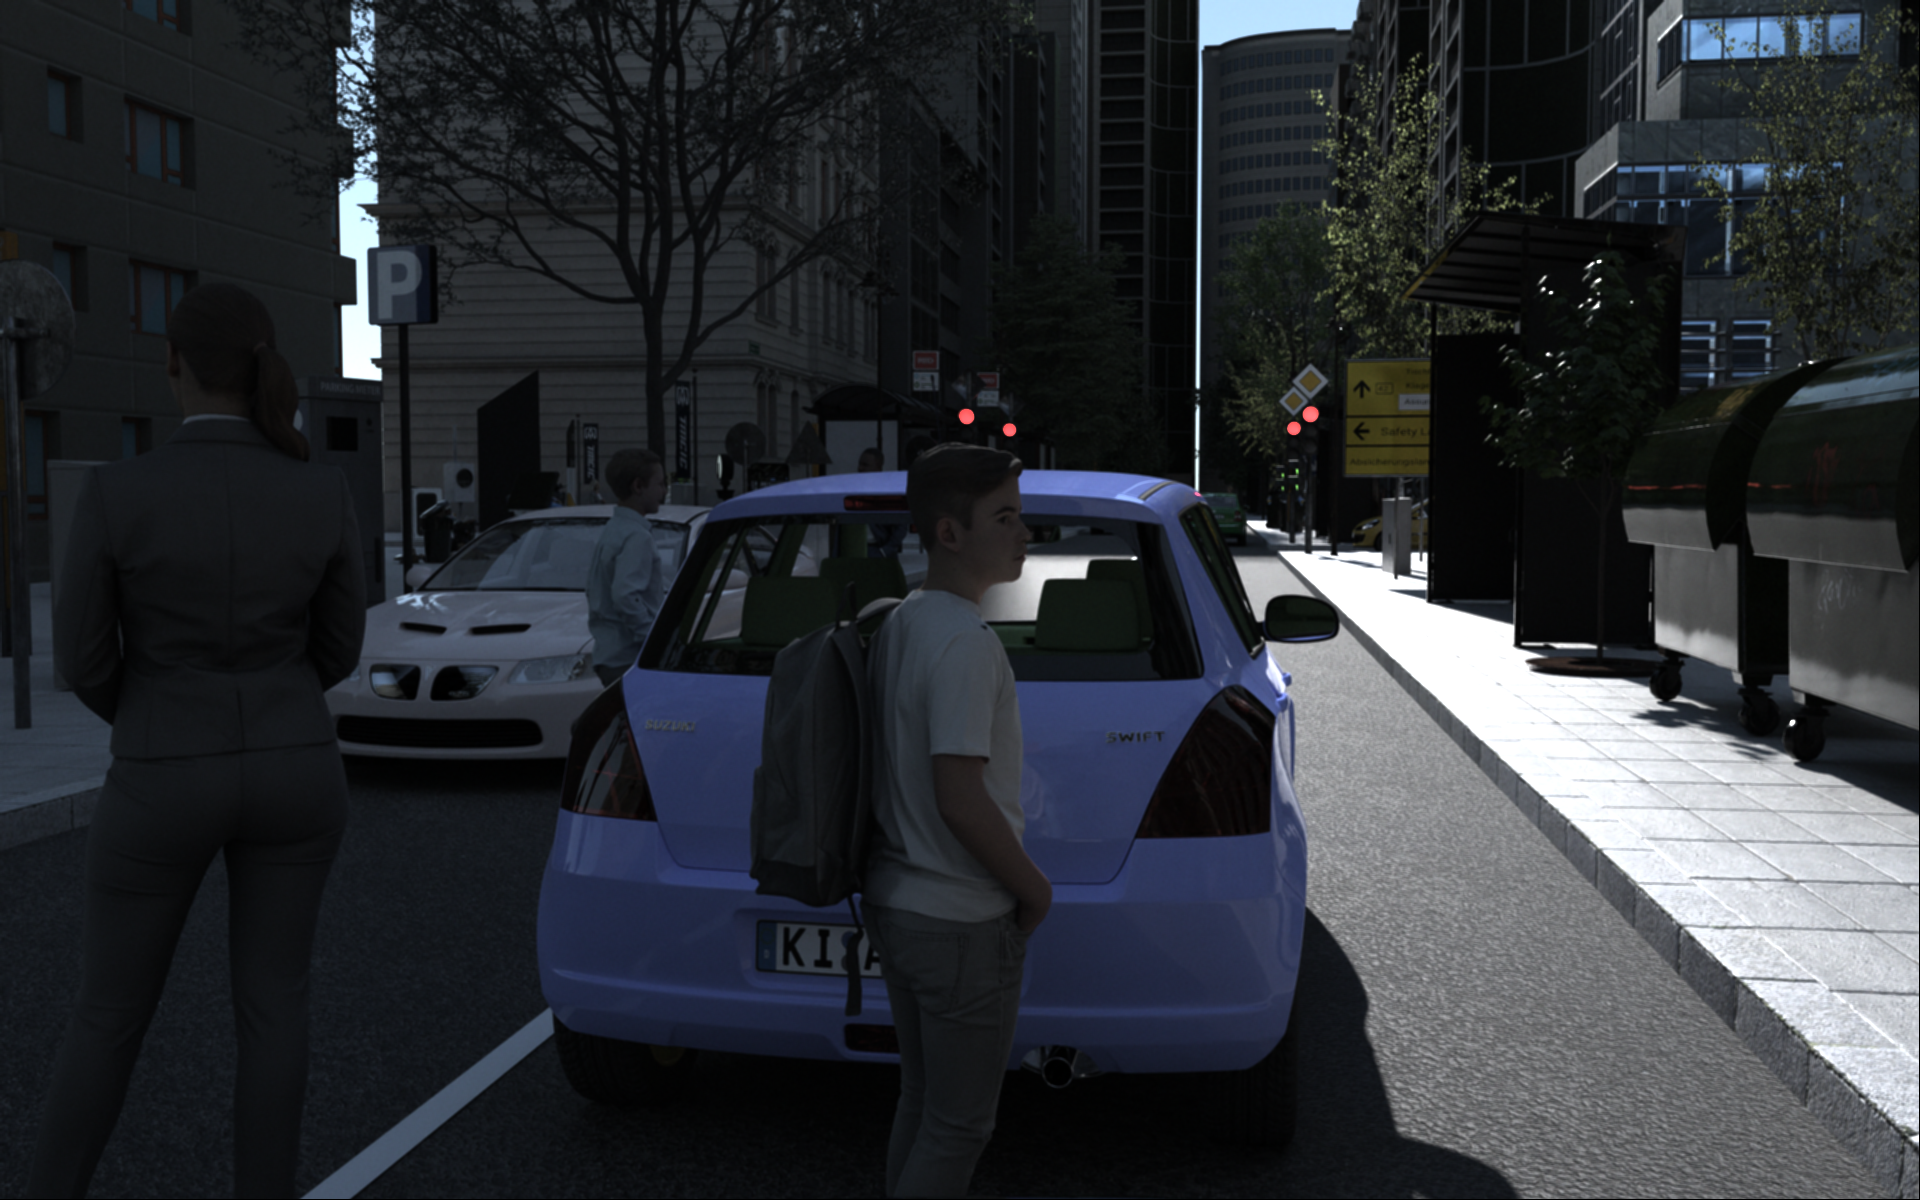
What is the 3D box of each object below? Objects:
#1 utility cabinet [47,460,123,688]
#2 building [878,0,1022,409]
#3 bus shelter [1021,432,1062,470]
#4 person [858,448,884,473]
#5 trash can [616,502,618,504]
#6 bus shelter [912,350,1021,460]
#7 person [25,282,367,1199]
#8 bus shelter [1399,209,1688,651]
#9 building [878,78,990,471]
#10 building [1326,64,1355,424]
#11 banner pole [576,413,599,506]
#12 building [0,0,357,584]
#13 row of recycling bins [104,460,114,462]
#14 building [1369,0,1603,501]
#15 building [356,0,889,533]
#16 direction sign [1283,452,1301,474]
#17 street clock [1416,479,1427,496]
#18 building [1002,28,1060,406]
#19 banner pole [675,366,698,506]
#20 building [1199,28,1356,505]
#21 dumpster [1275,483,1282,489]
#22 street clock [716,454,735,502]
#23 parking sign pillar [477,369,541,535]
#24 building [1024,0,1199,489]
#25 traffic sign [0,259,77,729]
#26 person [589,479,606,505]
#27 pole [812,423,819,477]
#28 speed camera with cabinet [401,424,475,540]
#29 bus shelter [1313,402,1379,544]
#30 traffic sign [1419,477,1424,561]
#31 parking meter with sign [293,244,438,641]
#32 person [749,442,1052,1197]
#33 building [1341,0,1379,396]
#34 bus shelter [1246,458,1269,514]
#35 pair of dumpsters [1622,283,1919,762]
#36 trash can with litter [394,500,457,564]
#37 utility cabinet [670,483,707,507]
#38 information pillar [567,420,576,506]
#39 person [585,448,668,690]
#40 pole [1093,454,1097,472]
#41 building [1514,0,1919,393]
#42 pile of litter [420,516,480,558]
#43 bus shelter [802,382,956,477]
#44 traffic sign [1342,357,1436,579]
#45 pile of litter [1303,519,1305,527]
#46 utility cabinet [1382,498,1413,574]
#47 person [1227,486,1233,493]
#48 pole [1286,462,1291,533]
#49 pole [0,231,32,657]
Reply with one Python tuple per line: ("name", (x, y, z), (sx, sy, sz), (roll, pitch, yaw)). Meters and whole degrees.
("utility cabinet", (-5.643, -0.190, 11.779), (0.318, 1.500, 1.173), (1, 4, 10))
("building", (2.243, -45.327, 179.352), (20.611, 71.187, 20.563), (1, 4, 8))
("bus shelter", (2.017, -5.012, 59.574), (2.179, 5.291, 8.768), (1, 4, 9))
("person", (-0.769, -0.320, 13.923), (0.721, 1.800, 0.419), (1, 4, 18))
("trash can", (-5.577, -1.123, 30.020), (0.748, 1.137, 0.748), (0, 3, 0))
("bus shelter", (0.139, -4.483, 50.930), (2.179, 5.291, 8.768), (1, 4, 8))
("person", (-1.377, 0.348, 3.085), (0.573, 1.790, 0.520), (3, 5, 40))
("bus shelter", (5.571, -1.591, 17.298), (1.731, 3.624, 6.357), (1, 4, 8))
("building", (-7.297, -16.814, 93.977), (14.314, 24.678, 30.058), (1, 4, 8))
("building", (44.951, -32.213, 176.798), (14.600, 45.320, 14.200), (1, 4, 8))
("banner pole", (-11.604, -3.899, 53.764), (0.863, 3.779, 0.401), (-2, 4, -26))
("building", (-28.209, -10.841, 22.288), (28.899, 21.520, 27.650), (1, 4, 8))
("row of recycling bins", (-10.512, -0.955, 22.730), (1.069, 1.692, 3.534), (0, 4, -5))
("building", (40.058, -42.203, 128.272), (20.563, 71.187, 20.611), (1, 4, 8))
("building", (-11.250, -17.099, 66.955), (14.401, 28.519, 23.554), (1, 4, 8))
("direction sign", (16.703, -5.820, 87.148), (0.876, 3.537, 0.379), (1, 4, 17))
("street clock", (21.868, -4.745, 82.153), (0.471, 2.002, 0.358), (0, 4, 1))
("building", (0.999, -28.508, 149.694), (14.154, 41.232, 14.086), (1, 4, 8))
("banner pole", (-5.299, -2.678, 33.796), (0.401, 3.779, 0.863), (2, 4, 28))
("building", (44.489, -41.366, 218.332), (28.212, 58.520, 21.231), (1, 4, 8))
("dumpster", (21.220, -6.820, 114.008), (1.502, 2.255, 1.985), (1, 4, 8))
("street clock", (-4.242, -1.637, 31.327), (0.358, 2.002, 0.471), (-1, 4, -20))
("parking sign pillar", (-9.756, -3.000, 37.515), (1.447, 3.967, 1.447), (-1, 4, -11))
("building", (19.830, -47.872, 220.957), (20.611, 71.187, 20.563), (1, 4, 8))
("traffic sign", (-5.136, -0.569, 9.417), (0.768, 2.556, 0.104), (1, 4, 14))
("person", (-8.971, -2.101, 43.038), (0.526, 1.800, 0.537), (2, 4, 33))
("pole", (-4.172, -3.442, 50.120), (0.158, 3.312, 0.155), (0, 3, 0))
("speed camera with cabinet", (-14.663, -3.323, 48.667), (0.660, 3.252, 2.038), (3, 5, 40))
("bus shelter", (10.404, -3.426, 47.294), (1.731, 3.624, 6.357), (1, 4, 9))
("traffic sign", (8.773, -1.882, 32.894), (0.606, 2.300, 0.079), (1, 4, 13))
("parking meter with sign", (-4.235, -0.932, 11.500), (0.543, 3.016, 1.738), (1, 4, 22))
("person", (-0.045, 0.509, 2.781), (0.503, 1.515, 0.523), (3, 4, 38))
("building", (45.928, -32.675, 153.845), (23.786, 49.044, 30.456), (1, 4, 8))
("bus shelter", (19.420, -7.487, 113.703), (1.731, 3.624, 6.357), (1, 4, 9))
("pair of dumpsters", (4.610, -0.374, 8.607), (1.574, 2.255, 4.437), (1, 4, 8))
("trash can with litter", (-9.902, -1.265, 32.076), (1.055, 1.170, 0.624), (-2, 4, -35))
("utility cabinet", (-5.635, -1.677, 36.097), (0.318, 1.500, 1.173), (1, 4, 15))
("information pillar", (-12.174, -3.847, 54.255), (0.183, 3.616, 0.504), (1, 4, 9))
("person", (-1.226, 0.233, 6.505), (0.330, 1.601, 0.589), (-1, 4, -15))
("pole", (6.096, -5.169, 78.355), (0.158, 3.312, 0.155), (0, 3, 0))
("building", (35.937, -45.644, 58.946), (31.000, 86.520, 22.319), (1, 4, 8))
("pile of litter", (-9.905, -1.231, 34.096), (1.719, 0.858, 1.176), (3, 5, 43))
("bus shelter", (-1.474, -2.461, 34.154), (2.014, 3.302, 5.546), (1, 4, 8))
("traffic sign", (6.881, -1.960, 25.912), (2.265, 3.308, 0.079), (1, 4, 12))
("pile of litter", (13.183, -3.254, 67.168), (1.719, 0.858, 1.176), (0, 4, 1))
("utility cabinet", (7.082, -1.037, 28.122), (0.306, 1.237, 1.020), (0, 4, 3))
("person", (9.944, -3.350, 63.944), (0.731, 1.740, 0.598), (3, 5, 41))
("pole", (10.760, -3.837, 56.572), (0.158, 3.312, 0.155), (0, 3, 0))
("pole", (-7.451, -1.207, 13.581), (0.158, 3.312, 0.155), (0, 3, 0))
